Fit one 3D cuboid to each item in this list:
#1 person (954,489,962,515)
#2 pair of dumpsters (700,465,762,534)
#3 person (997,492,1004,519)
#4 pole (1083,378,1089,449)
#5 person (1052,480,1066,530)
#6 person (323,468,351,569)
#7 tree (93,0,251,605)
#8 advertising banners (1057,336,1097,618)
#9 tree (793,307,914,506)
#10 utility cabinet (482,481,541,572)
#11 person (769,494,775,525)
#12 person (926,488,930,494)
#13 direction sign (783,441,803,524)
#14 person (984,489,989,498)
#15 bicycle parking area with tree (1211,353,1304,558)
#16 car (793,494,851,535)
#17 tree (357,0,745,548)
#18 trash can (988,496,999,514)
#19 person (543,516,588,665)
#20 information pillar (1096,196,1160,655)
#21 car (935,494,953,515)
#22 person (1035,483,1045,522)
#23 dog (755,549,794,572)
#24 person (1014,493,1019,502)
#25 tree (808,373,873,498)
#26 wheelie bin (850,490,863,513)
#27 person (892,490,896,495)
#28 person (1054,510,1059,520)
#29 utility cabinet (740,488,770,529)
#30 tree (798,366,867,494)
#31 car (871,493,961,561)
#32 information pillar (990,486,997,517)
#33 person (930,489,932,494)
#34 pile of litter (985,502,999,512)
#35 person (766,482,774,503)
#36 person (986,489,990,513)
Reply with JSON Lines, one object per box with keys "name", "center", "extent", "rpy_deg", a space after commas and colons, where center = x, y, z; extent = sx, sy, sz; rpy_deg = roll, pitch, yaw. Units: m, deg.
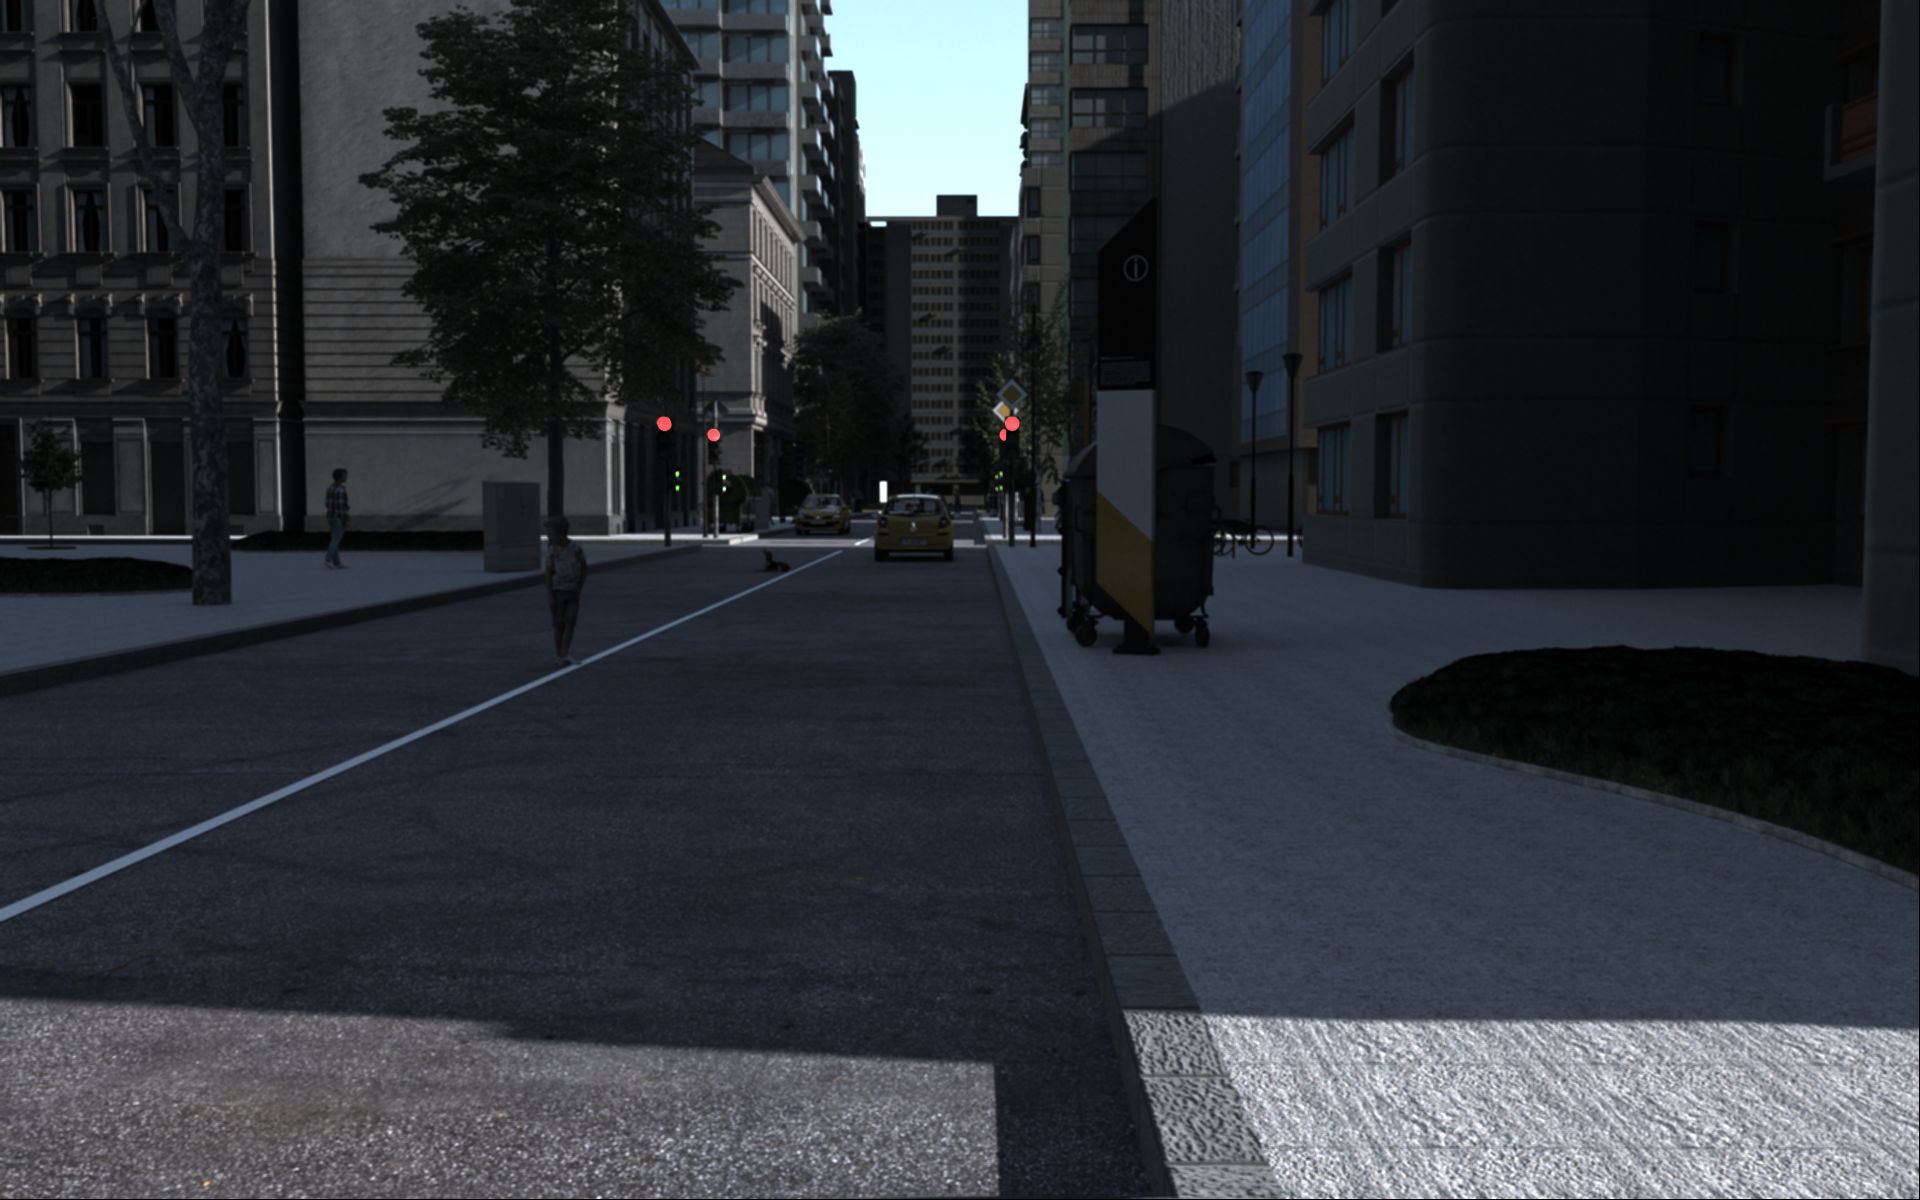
{"name": "person", "center": [-0.155, -6.751, 119.055], "extent": [0.592, 1.802, 0.473], "rpy_deg": [-2, 4, -35]}
{"name": "pair of dumpsters", "center": [-7.541, -3.335, 57.024], "extent": [1.574, 2.255, 4.437], "rpy_deg": [0, 4, 0]}
{"name": "person", "center": [2.214, -5.067, 89.067], "extent": [0.466, 1.800, 0.511], "rpy_deg": [3, 5, 44]}
{"name": "pole", "center": [2.281, -2.246, 30.571], "extent": [0.158, 3.312, 0.155], "rpy_deg": [0, 3, 0]}
{"name": "person", "center": [3.619, -3.362, 61.354], "extent": [0.721, 1.781, 0.623], "rpy_deg": [0, 4, 6]}
{"name": "person", "center": [-10.726, -1.399, 29.753], "extent": [0.563, 1.720, 0.643], "rpy_deg": [3, 5, 44]}
{"name": "tree", "center": [-9.170, -10.096, 20.956], "extent": [12.611, 20.169, 13.585], "rpy_deg": [0, 3, 0]}
{"name": "advertising banners", "center": [1.312, -1.380, 18.750], "extent": [0.090, 3.025, 2.074], "rpy_deg": [1, 4, 15]}
{"name": "tree", "center": [-8.022, -12.870, 117.072], "extent": [9.857, 13.997, 8.962], "rpy_deg": [0, 3, 0]}
{"name": "utility cabinet", "center": [-7.416, -1.227, 28.736], "extent": [0.318, 1.500, 1.173], "rpy_deg": [1, 4, 21]}
{"name": "person", "center": [-7.946, -3.750, 71.621], "extent": [0.475, 1.303, 0.640], "rpy_deg": [3, 5, 44]}
{"name": "person", "center": [-2.011, -6.183, 109.865], "extent": [0.793, 1.790, 0.793], "rpy_deg": [-1, 4, -11]}
{"name": "direction sign", "center": [-7.178, -5.059, 74.713], "extent": [0.876, 3.537, 0.379], "rpy_deg": [-1, 4, -23]}
{"name": "person", "center": [2.684, -9.948, 169.208], "extent": [0.721, 1.766, 1.217], "rpy_deg": [2, 4, 29]}
{"name": "bicycle parking area with tree", "center": [6.979, -3.116, 37.950], "extent": [9.016, 4.147, 8.231], "rpy_deg": [1, 4, 14]}
{"name": "car", "center": [-4.866, -3.145, 61.642], "extent": [2.015, 1.641, 3.980], "rpy_deg": [0, 4, 1]}
{"name": "tree", "center": [-8.401, -7.214, 36.079], "extent": [7.486, 12.596, 7.792], "rpy_deg": [0, 3, 0]}
{"name": "trash can", "center": [2.097, -5.904, 108.180], "extent": [0.748, 1.137, 0.748], "rpy_deg": [0, 3, 0]}
{"name": "person", "center": [-3.306, -0.083, 14.538], "extent": [0.332, 1.250, 0.352], "rpy_deg": [1, 4, 19]}
{"name": "information pillar", "center": [1.343, -1.375, 13.839], "extent": [0.504, 3.616, 0.183], "rpy_deg": [2, 4, 25]}
{"name": "car", "center": [-1.306, -3.958, 74.507], "extent": [2.009, 1.686, 4.222], "rpy_deg": [0, 4, -1]}
{"name": "person", "center": [3.604, -4.484, 79.345], "extent": [0.794, 1.824, 0.713], "rpy_deg": [0, 4, 0]}
{"name": "dog", "center": [-3.424, -0.724, 32.024], "extent": [0.550, 0.427, 0.748], "rpy_deg": [-2, 4, -31]}
{"name": "person", "center": [2.889, -5.185, 90.913], "extent": [0.391, 1.810, 0.635], "rpy_deg": [-1, 4, -17]}
{"name": "tree", "center": [-7.279, -9.522, 106.050], "extent": [4.360, 8.622, 3.978], "rpy_deg": [0, 3, 0]}
{"name": "wheelie bin", "center": [-7.232, -6.866, 120.168], "extent": [0.980, 1.594, 0.693], "rpy_deg": [-3, 4, -36]}
{"name": "person", "center": [-7.292, -11.137, 188.860], "extent": [0.721, 1.736, 1.217], "rpy_deg": [1, 4, 21]}
{"name": "person", "center": [5.088, -4.904, 86.062], "extent": [0.795, 1.843, 0.661], "rpy_deg": [-3, 4, -37]}
{"name": "utility cabinet", "center": [-7.485, -3.300, 62.636], "extent": [1.173, 1.500, 0.318], "rpy_deg": [0, 4, -4]}
{"name": "tree", "center": [-7.270, -9.164, 100.187], "extent": [4.737, 8.622, 4.395], "rpy_deg": [0, 3, 0]}
{"name": "car", "center": [-0.986, -1.718, 38.317], "extent": [2.015, 1.641, 3.980], "rpy_deg": [0, 4, 0]}
{"name": "information pillar", "center": [1.839, -5.551, 95.251], "extent": [0.304, 2.012, 0.304], "rpy_deg": [-3, 4, -37]}
{"name": "person", "center": [-1.521, -5.672, 101.906], "extent": [0.598, 1.740, 0.731], "rpy_deg": [2, 4, 29]}
{"name": "pile of litter", "center": [2.306, -6.618, 122.175], "extent": [1.176, 0.858, 1.719], "rpy_deg": [0, 4, -1]}
{"name": "person", "center": [-9.233, -4.712, 82.925], "extent": [0.661, 1.843, 0.795], "rpy_deg": [1, 4, 9]}
{"name": "person", "center": [1.990, -6.566, 115.200], "extent": [0.589, 1.601, 0.330], "rpy_deg": [2, 4, 35]}
